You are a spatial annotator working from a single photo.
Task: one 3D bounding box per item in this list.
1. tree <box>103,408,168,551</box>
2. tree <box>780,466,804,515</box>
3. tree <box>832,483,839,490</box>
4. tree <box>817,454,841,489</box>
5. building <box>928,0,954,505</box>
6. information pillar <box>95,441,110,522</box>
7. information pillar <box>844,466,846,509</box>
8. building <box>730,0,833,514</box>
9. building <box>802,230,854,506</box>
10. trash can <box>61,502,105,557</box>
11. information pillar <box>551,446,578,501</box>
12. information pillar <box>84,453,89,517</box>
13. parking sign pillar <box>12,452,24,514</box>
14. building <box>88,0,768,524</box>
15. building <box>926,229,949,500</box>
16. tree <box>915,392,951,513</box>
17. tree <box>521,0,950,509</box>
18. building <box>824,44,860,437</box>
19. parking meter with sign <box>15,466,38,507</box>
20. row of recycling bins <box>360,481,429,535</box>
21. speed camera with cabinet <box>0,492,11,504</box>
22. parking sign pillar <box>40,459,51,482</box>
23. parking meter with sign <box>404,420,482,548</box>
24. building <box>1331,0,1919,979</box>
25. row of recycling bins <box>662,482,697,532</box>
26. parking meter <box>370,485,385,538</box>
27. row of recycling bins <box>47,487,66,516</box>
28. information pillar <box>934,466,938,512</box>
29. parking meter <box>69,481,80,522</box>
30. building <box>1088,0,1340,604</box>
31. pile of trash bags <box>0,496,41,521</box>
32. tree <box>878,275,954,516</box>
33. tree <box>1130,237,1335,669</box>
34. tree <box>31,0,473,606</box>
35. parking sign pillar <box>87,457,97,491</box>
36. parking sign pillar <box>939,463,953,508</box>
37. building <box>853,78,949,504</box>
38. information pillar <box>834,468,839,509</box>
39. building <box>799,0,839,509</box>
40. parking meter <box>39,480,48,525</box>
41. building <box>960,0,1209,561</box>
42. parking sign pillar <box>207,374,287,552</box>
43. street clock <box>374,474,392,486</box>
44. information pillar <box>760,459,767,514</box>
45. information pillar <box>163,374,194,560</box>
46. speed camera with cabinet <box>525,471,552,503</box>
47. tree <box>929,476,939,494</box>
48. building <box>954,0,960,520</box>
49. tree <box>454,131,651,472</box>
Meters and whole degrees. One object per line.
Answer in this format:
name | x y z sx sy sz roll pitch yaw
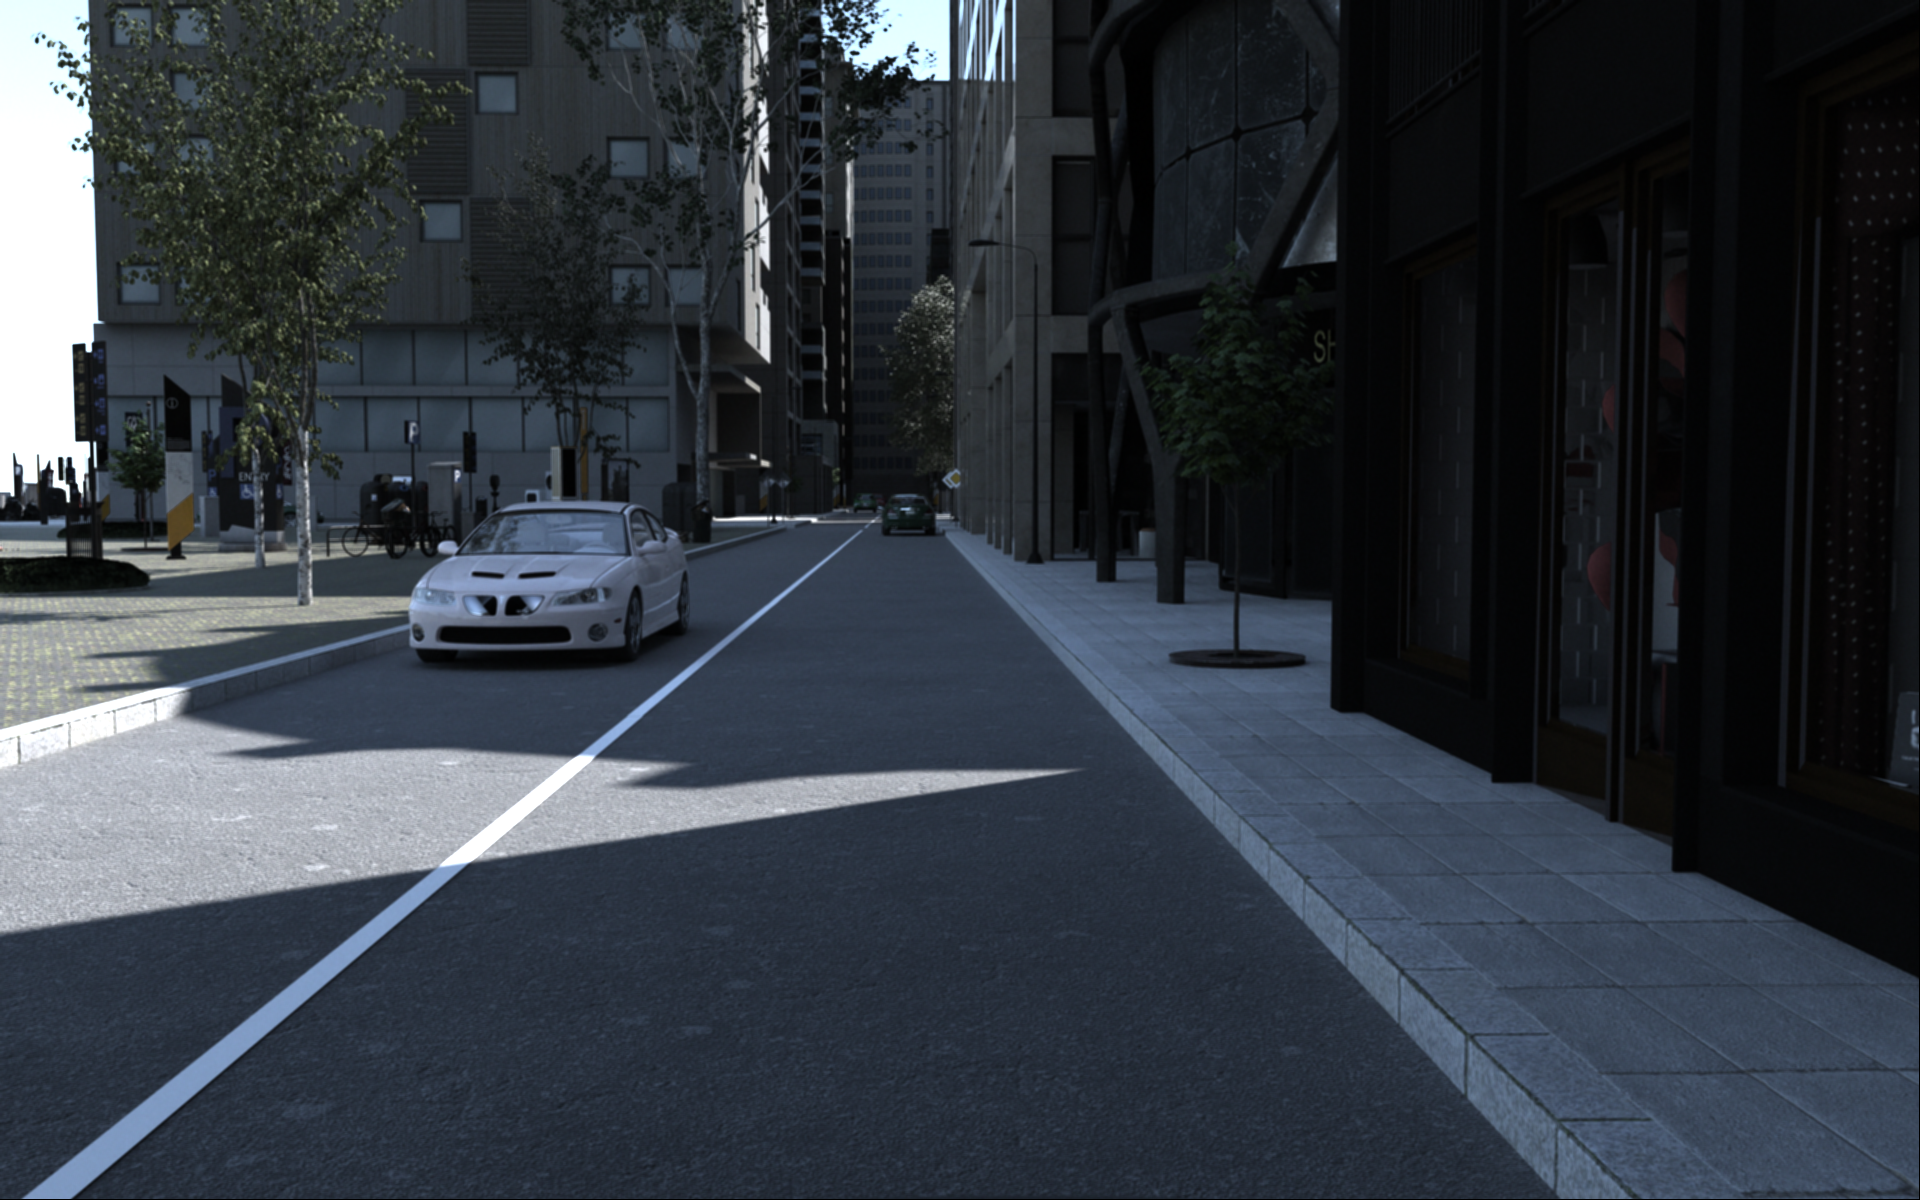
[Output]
tree | -18.582 -2.734 39.302 1.663 3.219 1.824 0 3 0
tree | -10.159 -6.742 104.826 1.663 3.219 1.824 0 3 0
tree | -11.270 -9.253 145.882 1.663 3.219 1.824 0 3 0
tree | -11.340 -9.449 138.207 4.285 4.588 4.351 0 3 0
building | 7.176 -44.862 171.749 20.563 71.187 20.611 0 4 -2
information pillar | -31.727 -4.447 64.065 0.183 3.616 0.504 2 4 24
information pillar | -9.671 -9.405 145.133 0.183 3.616 0.504 -1 4 -13
building | -19.236 -41.557 117.703 20.563 71.187 20.611 0 4 -2
building | -18.835 -25.426 187.417 14.160 30.474 14.107 0 4 -2
trash can | -16.340 -1.263 32.311 0.748 1.137 0.748 0 3 0
information pillar | -6.129 -1.369 26.879 0.304 2.012 0.304 -3 5 -41
information pillar | -49.501 -6.530 98.117 0.183 3.616 0.504 -2 4 -26
parking sign pillar | -60.654 -7.530 111.580 1.447 3.967 1.447 -1 4 -21
building | -23.828 -30.390 86.116 28.713 52.752 27.495 0 4 -2
building | 3.772 -25.598 190.222 14.160 30.474 14.107 0 4 -2
tree | -1.134 -10.375 119.997 4.360 8.622 3.978 0 3 0
tree | -6.660 -11.915 50.699 12.611 20.169 13.585 0 3 0
building | -26.235 -37.968 210.016 27.495 52.752 28.713 0 4 -2
parking meter with sign | -58.622 -6.916 109.345 0.543 3.016 1.738 2 4 26
row of recycling bins | -17.797 -2.992 56.035 1.069 1.692 3.534 3 4 37
speed camera with cabinet | -65.739 -7.578 118.236 0.660 3.252 2.038 1 4 11
parking sign pillar | -70.651 -8.895 133.911 1.447 3.967 1.447 -1 4 -12
parking meter with sign | -12.211 -2.739 41.049 1.738 3.016 0.543 1 4 13
building | 8.613 -10.538 1.976 12.332 23.373 15.834 0 4 -2
row of recycling bins | -9.575 -3.251 60.265 1.069 1.692 3.534 -2 4 -25
parking meter | -15.844 -2.369 47.145 0.372 1.533 0.369 0 3 0
row of recycling bins | -53.109 -5.781 101.638 1.069 1.692 3.534 -1 4 -20
information pillar | -1.717 -8.044 122.873 0.183 3.616 0.504 -3 4 -36
parking meter | -40.814 -4.534 79.835 0.399 1.863 0.255 -3 4 -39
building | 10.128 -9.578 24.050 16.820 18.784 16.811 0 4 -2
pile of trash bags | -45.200 -4.386 81.462 1.912 1.369 3.447 2 4 26
tree | -0.177 -11.850 100.410 9.857 13.997 8.962 0 3 0
tree | 2.026 -1.140 13.241 1.663 3.219 1.824 0 3 0
tree | -7.781 -4.238 19.649 4.737 8.622 4.395 0 3 0
parking sign pillar | -63.642 -8.486 127.216 1.447 3.967 1.447 -1 4 -12
parking sign pillar | -1.063 -8.662 130.103 1.447 3.967 1.447 -2 4 -34
building | -8.355 -42.881 243.104 28.212 58.520 21.231 0 4 -2
information pillar | -10.583 -9.598 148.284 0.504 3.616 0.183 -1 4 -11
building | -22.584 -52.012 163.068 22.319 86.520 31.000 0 4 -2
parking meter | -38.636 -4.117 73.024 0.255 1.863 0.399 -2 4 -23
building | 10.107 -14.986 49.543 19.350 26.468 34.151 0 4 -2
parking sign pillar | -15.869 -3.074 38.739 1.447 3.967 1.447 0 4 2
street clock | -21.115 -3.583 63.152 0.358 2.002 0.471 2 4 25
information pillar | -12.434 -7.221 109.418 0.504 3.616 0.183 -1 4 -9
information pillar | -15.347 -2.608 33.997 0.504 3.616 0.183 -2 4 -32
speed camera with cabinet | -15.844 -4.401 66.296 2.038 3.252 0.660 3 5 42
tree | -2.286 -9.796 154.759 1.663 3.219 1.824 0 3 0
building | 14.038 -33.046 82.307 28.212 58.520 21.231 0 4 -2
tree | -8.077 -5.198 35.356 4.360 8.622 3.978 0 3 0
